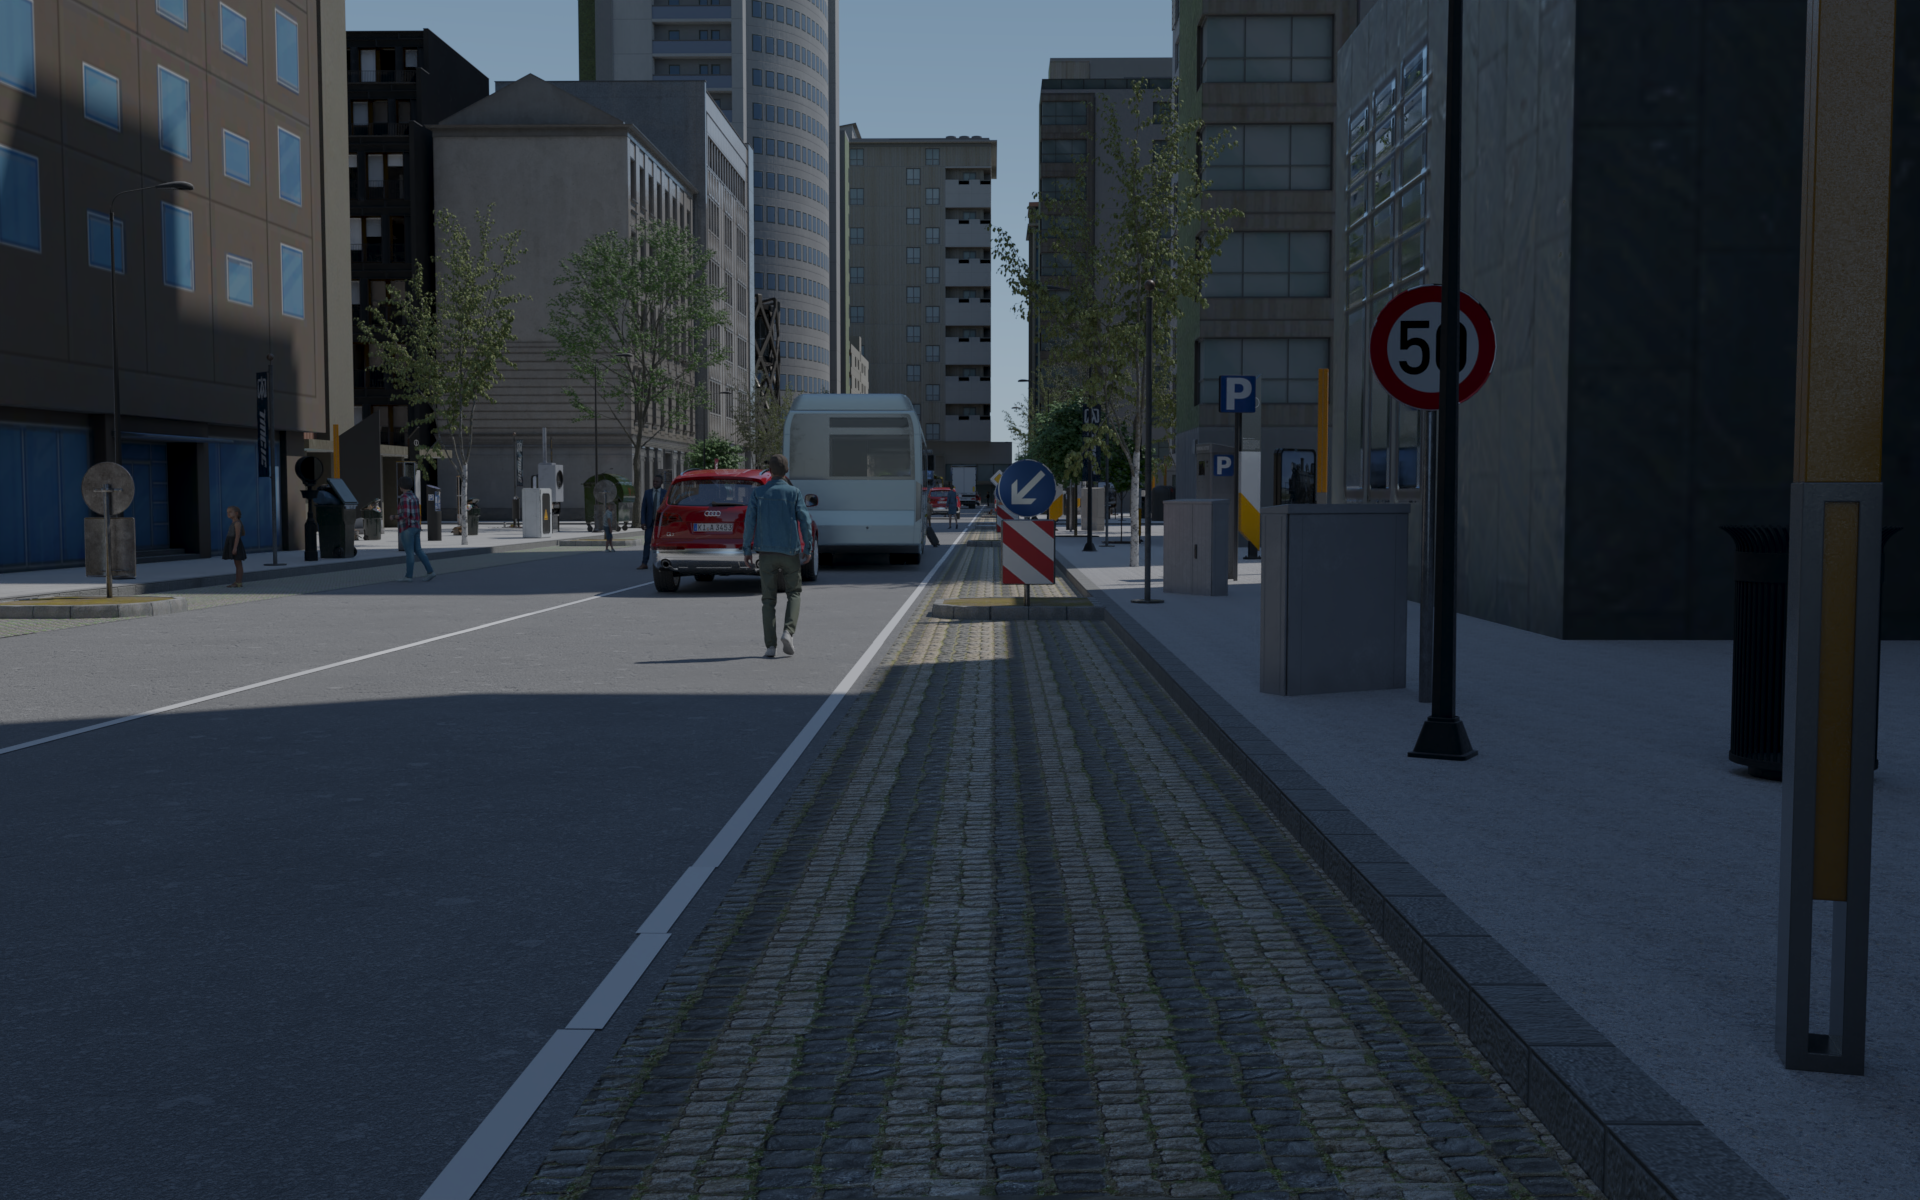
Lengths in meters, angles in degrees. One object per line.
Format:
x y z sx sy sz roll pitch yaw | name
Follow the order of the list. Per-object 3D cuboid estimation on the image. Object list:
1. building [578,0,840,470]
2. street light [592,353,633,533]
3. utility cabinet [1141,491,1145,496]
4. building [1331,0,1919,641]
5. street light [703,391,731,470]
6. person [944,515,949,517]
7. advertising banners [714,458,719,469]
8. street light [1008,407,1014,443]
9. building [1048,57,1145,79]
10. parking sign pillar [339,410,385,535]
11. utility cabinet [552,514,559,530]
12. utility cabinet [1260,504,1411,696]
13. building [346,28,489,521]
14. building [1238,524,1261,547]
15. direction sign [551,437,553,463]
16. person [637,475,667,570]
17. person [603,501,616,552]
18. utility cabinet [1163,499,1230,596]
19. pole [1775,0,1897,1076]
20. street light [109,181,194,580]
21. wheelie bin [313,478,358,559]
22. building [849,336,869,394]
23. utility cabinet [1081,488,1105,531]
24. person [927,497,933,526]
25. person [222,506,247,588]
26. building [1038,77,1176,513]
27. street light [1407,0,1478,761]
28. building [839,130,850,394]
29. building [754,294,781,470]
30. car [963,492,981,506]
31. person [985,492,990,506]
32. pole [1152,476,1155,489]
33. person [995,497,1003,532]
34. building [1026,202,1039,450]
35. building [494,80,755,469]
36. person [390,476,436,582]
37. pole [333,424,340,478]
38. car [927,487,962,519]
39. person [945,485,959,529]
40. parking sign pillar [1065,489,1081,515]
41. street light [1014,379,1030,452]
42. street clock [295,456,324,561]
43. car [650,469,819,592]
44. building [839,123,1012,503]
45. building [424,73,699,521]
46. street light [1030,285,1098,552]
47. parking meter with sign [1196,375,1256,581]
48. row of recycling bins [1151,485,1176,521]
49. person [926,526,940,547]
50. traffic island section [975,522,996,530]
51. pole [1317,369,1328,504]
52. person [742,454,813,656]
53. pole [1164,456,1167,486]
-23.310 -38.229 167.049 21.231 58.520 28.212 0 4 1 | building
-11.497 -5.184 57.294 1.470 5.913 1.316 0 4 1 | street light
11.711 -6.201 110.072 0.318 1.500 1.173 1 4 17 | utility cabinet
16.356 -42.490 7.376 22.319 86.520 31.000 0 4 1 | building
-11.031 -6.475 78.406 1.470 5.913 1.316 0 4 1 | street light
-0.776 -6.022 107.162 0.606 1.804 0.583 -2 4 -28 | person
-12.110 -5.380 84.156 0.090 3.025 2.074 1 4 15 | advertising banners
3.428 -7.314 92.131 1.470 5.913 1.316 0 4 1 | street light
15.368 -29.510 166.090 14.154 41.232 14.086 0 4 1 | building
-19.179 -4.090 55.345 1.447 3.967 1.447 -1 4 -13 | parking sign pillar
-14.893 -3.237 61.609 1.173 1.500 0.318 0 4 -7 | utility cabinet
2.443 -0.009 11.312 1.020 1.237 0.306 -2 4 -28 | utility cabinet
-33.091 -15.735 86.938 15.834 23.373 12.332 0 4 1 | building
12.865 -22.230 47.056 14.154 41.232 14.086 0 4 1 | building
-16.143 -4.681 68.531 0.379 3.537 0.876 -1 4 -11 | direction sign
-5.822 -1.491 33.053 0.721 1.800 0.419 -1 4 -11 | person
-8.641 -1.807 42.728 0.352 1.250 0.332 2 4 23 | person
3.012 -0.675 22.200 0.306 1.237 1.020 -2 4 -30 | utility cabinet
1.938 -0.610 3.811 0.158 3.312 0.155 0 3 0 | pole
-12.086 -3.264 25.906 1.470 5.913 1.316 0 4 1 | street light
-12.522 -1.638 34.690 0.693 1.594 0.980 0 4 6 | wheelie bin
-26.675 -22.522 213.278 28.899 21.520 27.650 0 4 1 | building
4.568 -3.120 59.696 0.318 1.500 1.173 -2 4 -24 | utility cabinet
-1.258 -3.312 66.922 0.475 1.303 0.640 0 4 5 | person
-11.084 -0.811 26.432 0.373 1.253 0.362 -2 4 -33 | person
12.578 -21.549 124.019 14.160 30.474 14.107 0 4 1 | building
1.828 -2.189 8.334 1.470 5.913 1.316 0 4 1 | street light
-19.644 -30.930 189.300 14.154 41.232 14.086 0 4 1 | building
-21.998 -16.002 129.088 16.820 18.784 16.811 0 4 1 | building
1.450 -12.595 214.604 2.281 1.827 5.304 0 4 3 | car
3.169 -11.704 200.683 0.721 1.723 1.217 2 4 24 | person
12.757 -7.369 114.325 0.158 3.312 0.155 0 3 0 | pole
1.570 -3.429 65.565 0.512 1.701 0.522 0 4 1 | person
22.392 -36.410 249.923 28.867 44.769 22.147 0 4 1 | building
-20.335 -17.818 109.339 12.078 24.808 19.932 0 4 1 | building
-8.936 -1.157 28.247 0.643 1.720 0.563 0 4 8 | person
-18.249 -3.479 50.731 0.158 3.312 0.155 0 3 0 | pole
-1.016 -5.613 100.448 2.281 1.827 5.304 0 4 -1 | car
-0.317 -3.826 71.076 0.581 1.822 0.654 -1 4 -21 | person
6.980 -7.250 107.002 1.447 3.967 1.447 -2 4 -24 | parking sign pillar
3.030 -5.968 70.124 1.470 5.913 1.316 0 4 1 | street light
-12.416 -1.744 33.085 0.358 2.002 0.471 3 5 44 | street clock
-3.402 -1.111 26.846 2.281 1.827 5.304 0 4 1 | car
-6.183 -40.653 253.907 27.495 52.752 28.713 0 4 1 | building
-19.970 -14.754 90.381 9.793 20.994 18.267 0 4 1 | building
2.360 -4.041 38.611 1.470 5.913 1.316 0 4 1 | street light
3.908 -1.838 26.307 0.543 3.016 1.738 -1 4 -11 | parking meter with sign
9.827 -4.679 83.618 1.069 1.692 3.534 1 4 15 | row of recycling bins
-1.286 -2.314 46.545 1.509 1.804 0.699 -1 4 -11 | person
1.627 -2.944 70.415 2.009 0.180 2.903 0 4 1 | traffic island section
5.919 -2.107 28.300 0.158 3.312 0.155 0 3 0 | pole
-1.602 -0.391 15.244 0.601 1.785 0.444 0 4 -2 | person
11.011 -6.063 92.965 0.158 3.312 0.155 0 3 0 | pole
